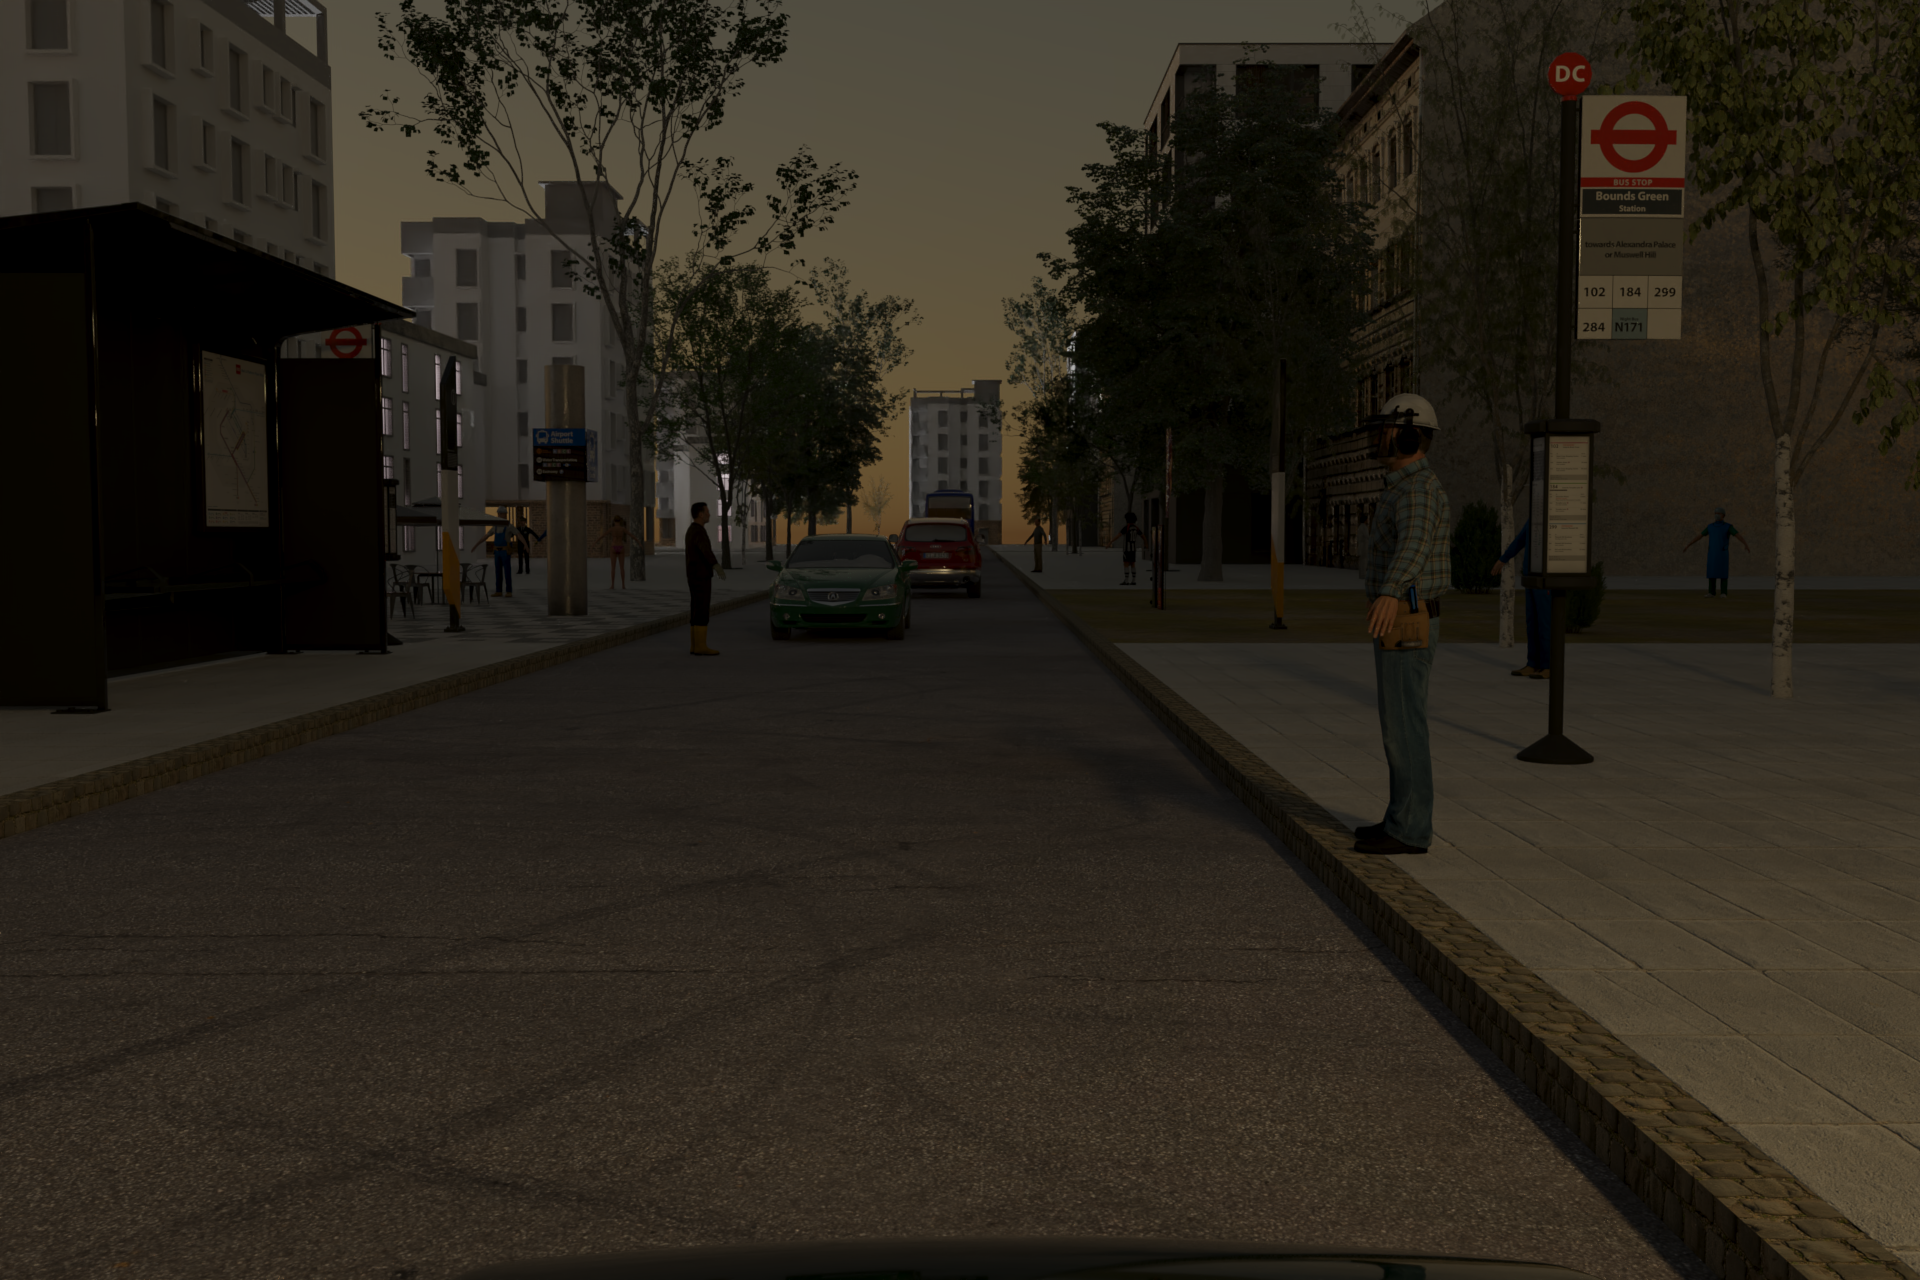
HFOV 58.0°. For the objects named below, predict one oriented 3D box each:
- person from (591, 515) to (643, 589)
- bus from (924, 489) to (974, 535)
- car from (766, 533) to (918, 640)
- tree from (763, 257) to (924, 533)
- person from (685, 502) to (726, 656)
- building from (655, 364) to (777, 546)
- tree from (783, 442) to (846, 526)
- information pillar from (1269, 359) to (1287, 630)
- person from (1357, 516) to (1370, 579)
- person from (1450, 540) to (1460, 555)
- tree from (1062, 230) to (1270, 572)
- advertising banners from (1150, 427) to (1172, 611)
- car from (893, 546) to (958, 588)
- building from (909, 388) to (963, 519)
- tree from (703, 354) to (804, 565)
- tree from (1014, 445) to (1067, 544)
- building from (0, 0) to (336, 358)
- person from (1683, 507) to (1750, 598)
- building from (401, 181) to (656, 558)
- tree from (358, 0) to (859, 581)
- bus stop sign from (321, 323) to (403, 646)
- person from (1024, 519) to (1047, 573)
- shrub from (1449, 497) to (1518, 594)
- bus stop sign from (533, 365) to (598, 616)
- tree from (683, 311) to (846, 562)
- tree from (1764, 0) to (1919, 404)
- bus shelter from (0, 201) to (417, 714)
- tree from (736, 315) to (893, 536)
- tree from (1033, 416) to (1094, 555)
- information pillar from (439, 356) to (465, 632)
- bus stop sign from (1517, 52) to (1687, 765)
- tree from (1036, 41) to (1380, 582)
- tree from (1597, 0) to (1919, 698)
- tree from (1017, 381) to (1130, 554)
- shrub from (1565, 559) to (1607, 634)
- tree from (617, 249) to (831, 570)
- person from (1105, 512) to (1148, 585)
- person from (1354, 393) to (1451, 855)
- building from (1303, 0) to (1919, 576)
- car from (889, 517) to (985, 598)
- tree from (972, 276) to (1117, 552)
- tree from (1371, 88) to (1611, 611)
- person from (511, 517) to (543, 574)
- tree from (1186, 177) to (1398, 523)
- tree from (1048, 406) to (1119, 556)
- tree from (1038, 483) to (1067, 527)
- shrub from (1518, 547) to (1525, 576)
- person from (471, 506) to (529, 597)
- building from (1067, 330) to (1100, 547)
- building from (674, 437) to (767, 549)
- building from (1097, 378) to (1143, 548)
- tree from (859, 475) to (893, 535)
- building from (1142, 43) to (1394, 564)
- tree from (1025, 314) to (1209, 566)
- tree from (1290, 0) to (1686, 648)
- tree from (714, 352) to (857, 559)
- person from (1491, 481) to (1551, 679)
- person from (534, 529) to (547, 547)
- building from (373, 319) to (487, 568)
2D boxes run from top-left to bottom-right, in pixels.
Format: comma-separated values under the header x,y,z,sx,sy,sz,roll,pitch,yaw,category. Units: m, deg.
x,y,z,sx,sy,sz,roll,pitch,yaw,category
-8.031,-2.066,40.584,1.217,1.733,0.721,-1,4,-17,person
-0.597,-6.314,94.785,2.896,3.916,12.251,0,4,-1,bus
-1.655,-0.803,24.931,2.131,1.459,4.920,0,3,0,car
-9.009,-16.235,121.334,12.611,20.169,13.585,0,3,0,tree
-3.050,-0.730,20.531,0.704,1.812,1.346,-1,4,-22,person
-25.526,-19.795,180.059,16.016,20.090,11.380,0,4,1,building
-17.954,-18.654,211.651,9.857,13.997,8.962,0,3,0,tree
4.305,-1.961,23.415,0.183,3.616,0.504,0,4,-1,information pillar
11.484,-2.627,49.139,0.705,1.806,1.347,0,4,-4,person
8.823,-1.655,32.822,0.705,1.858,1.354,-3,5,-42,person
7.049,-8.150,59.004,9.928,11.665,9.643,0,3,0,tree
3.418,-2.034,29.437,0.090,3.025,2.074,0,4,-2,advertising banners
-0.918,-2.326,47.075,2.155,1.783,4.494,0,3,0,car
-5.999,-21.891,216.792,11.380,20.090,16.016,0,4,3,building
-8.805,-7.436,71.949,4.737,8.622,4.395,0,3,0,tree
11.599,-19.053,218.167,9.857,13.997,8.962,0,3,0,tree
-27.491,-11.787,49.137,16.016,20.090,11.380,0,4,1,building
15.228,-1.754,34.805,0.704,1.817,1.347,-3,5,-42,person
-23.886,-14.546,94.244,16.016,20.090,11.380,0,3,0,building
-8.877,-11.578,45.181,12.611,20.169,13.585,0,3,0,tree
-6.884,-1.909,19.920,0.855,3.939,0.416,0,4,0,bus stop sign
2.579,-3.152,57.810,0.705,1.796,1.348,-2,4,-29,person
11.097,-2.026,37.174,1.661,2.075,1.752,0,3,0,shrub
-6.200,-2.340,27.270,0.837,3.901,0.837,0,4,0,bus stop sign
-8.897,-9.435,80.023,9.928,11.665,9.643,0,3,0,tree
19.470,-7.293,29.609,12.009,13.543,11.850,0,3,0,tree
-6.643,-1.475,15.397,1.731,3.624,6.357,0,4,0,bus shelter
-8.836,-11.949,102.023,9.857,13.997,8.962,0,3,0,tree
6.564,-9.540,106.335,4.737,8.622,4.395,0,3,0,tree
-6.653,-1.912,22.609,0.183,3.616,0.504,0,4,0,information pillar
3.597,-1.285,9.707,0.855,3.939,0.416,0,4,1,bus stop sign
6.839,-8.572,46.805,9.857,13.997,8.962,0,3,0,tree
6.508,-3.839,13.133,4.737,8.622,4.395,0,3,0,tree
7.579,-11.453,113.013,9.928,11.665,9.643,0,3,0,tree
7.883,-0.693,22.446,1.383,1.207,1.383,0,3,0,shrub
-8.514,-8.384,62.827,9.928,11.665,9.643,0,3,0,tree
4.235,-2.279,43.404,1.345,1.843,0.704,-2,4,-34,person
1.779,-0.075,7.060,0.704,1.849,1.345,1,4,13,person
23.198,-14.072,61.014,19.493,23.208,18.063,0,4,1,building
-0.542,-1.934,40.294,2.281,1.827,5.304,0,4,0,car
7.260,-16.504,125.736,12.611,20.169,13.585,0,3,0,tree
9.253,-4.801,28.856,4.360,8.622,3.978,0,3,0,tree
-14.022,-3.038,55.598,1.347,1.837,0.705,0,4,3,person
6.517,-5.279,36.668,4.360,8.622,3.978,0,3,0,tree
6.933,-9.085,98.907,4.737,8.622,4.395,0,3,0,tree
12.124,-15.929,210.798,4.360,8.622,3.978,0,3,0,tree
13.132,-2.065,38.181,1.690,2.028,1.600,0,3,0,shrub
-9.333,-1.801,35.302,1.347,1.847,0.705,1,4,19,person
25.523,-21.168,190.078,27.936,21.610,32.646,0,4,0,building
-22.474,-13.521,163.213,9.099,9.664,28.070,0,4,1,building
23.049,-20.367,163.921,19.493,23.208,18.063,0,4,1,building
-9.675,-15.978,211.598,4.360,8.622,3.978,0,3,0,tree
23.062,-14.969,88.719,27.936,21.610,32.646,0,4,0,building
6.598,-8.216,68.744,8.767,10.594,7.601,1,4,12,tree
6.380,-4.230,19.516,4.360,8.622,3.978,0,3,0,tree
-9.022,-9.484,89.469,8.767,10.594,7.601,1,4,13,tree
5.166,-0.586,15.461,0.705,1.842,1.347,-1,4,-10,person
-12.255,-2.854,52.630,1.349,1.833,0.705,-1,4,-11,person
-26.044,-8.272,77.401,9.099,9.664,28.070,0,4,1,building
